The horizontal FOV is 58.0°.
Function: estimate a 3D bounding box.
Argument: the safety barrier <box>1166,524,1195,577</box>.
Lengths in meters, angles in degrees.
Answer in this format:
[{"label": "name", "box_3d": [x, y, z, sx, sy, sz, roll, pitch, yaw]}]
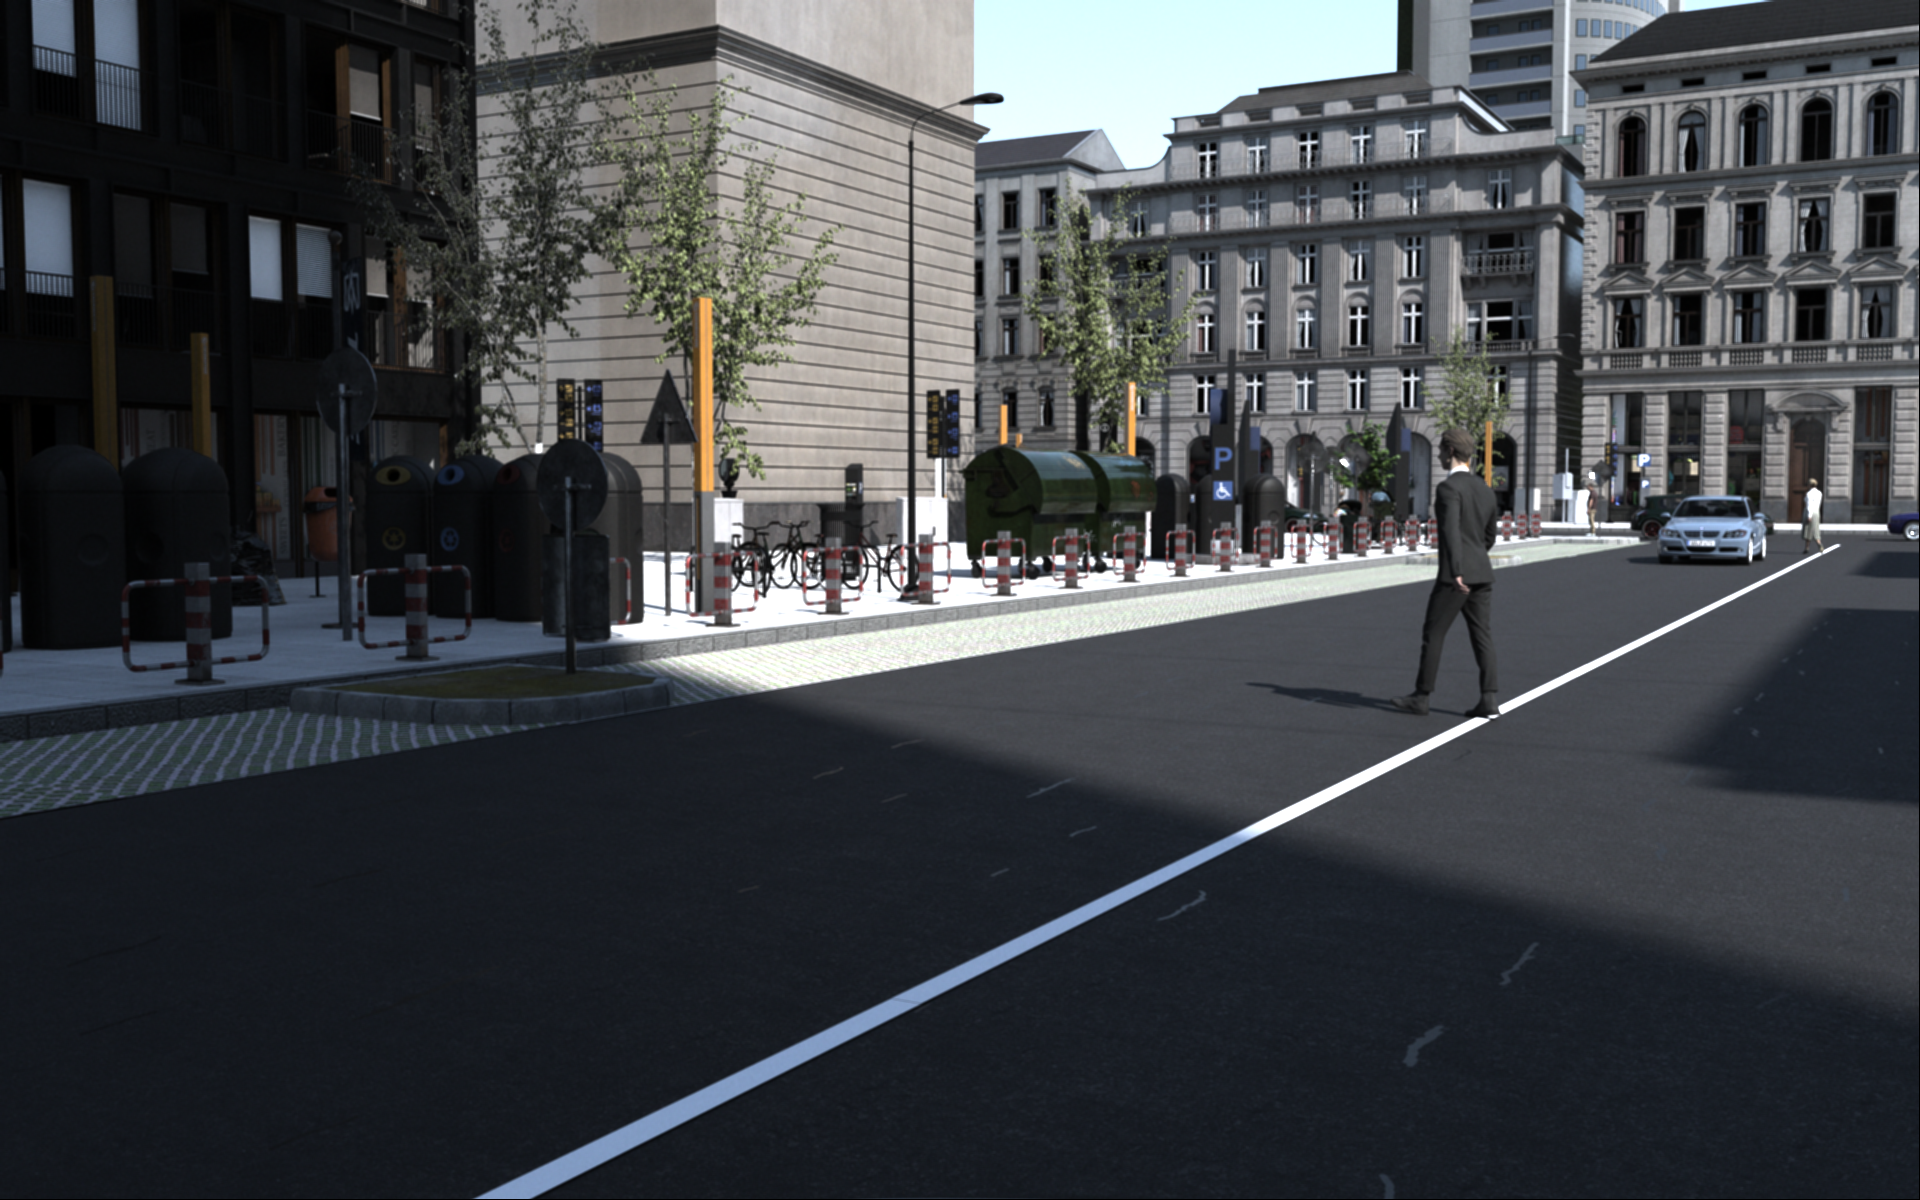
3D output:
[{"label": "safety barrier", "box_3d": [3.408, -0.763, 26.744, 0.300, 0.817, 1.120, 2, 4, 29]}]

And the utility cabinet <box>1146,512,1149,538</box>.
[{"label": "utility cabinet", "box_3d": [5.055, -2.442, 51.083, 1.020, 1.237, 0.306, 2, 4, 25]}]

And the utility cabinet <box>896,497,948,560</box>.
[{"label": "utility cabinet", "box_3d": [-0.741, -1.401, 34.074, 1.020, 1.237, 0.306, -2, 4, -31]}]

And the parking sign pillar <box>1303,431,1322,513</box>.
[{"label": "parking sign pillar", "box_3d": [15.240, -5.285, 74.880, 1.447, 3.967, 1.447, 0, 4, -5]}]

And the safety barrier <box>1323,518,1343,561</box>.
[{"label": "safety barrier", "box_3d": [7.206, -1.173, 33.449, 0.300, 0.817, 1.120, 2, 4, 29]}]

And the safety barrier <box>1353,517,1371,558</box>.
[{"label": "safety barrier", "box_3d": [8.160, -1.275, 35.127, 0.300, 0.817, 1.120, 2, 4, 29]}]

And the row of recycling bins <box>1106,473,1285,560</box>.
[{"label": "row of recycling bins", "box_3d": [4.664, -1.670, 34.418, 3.534, 1.692, 1.069, 1, 4, 11]}]

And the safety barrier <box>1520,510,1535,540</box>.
[{"label": "safety barrier", "box_3d": [15.751, -2.093, 48.502, 0.300, 0.817, 1.120, 2, 4, 29]}]

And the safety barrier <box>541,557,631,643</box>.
[{"label": "safety barrier", "box_3d": [-3.233, -0.046, 15.032, 0.300, 0.817, 1.120, 2, 4, 29]}]

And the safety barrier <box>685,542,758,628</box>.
[{"label": "safety barrier", "box_3d": [-2.287, -0.149, 16.710, 0.300, 0.817, 1.120, 2, 4, 29]}]

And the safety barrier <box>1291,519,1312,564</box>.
[{"label": "safety barrier", "box_3d": [6.265, -1.071, 31.778, 0.300, 0.817, 1.120, 2, 4, 29]}]

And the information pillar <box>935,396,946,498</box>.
[{"label": "information pillar", "box_3d": [-0.447, -2.953, 39.644, 0.183, 3.616, 0.504, 1, 4, 20]}]

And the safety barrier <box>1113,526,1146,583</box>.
[{"label": "safety barrier", "box_3d": [2.459, -0.661, 25.078, 0.300, 0.817, 1.120, 2, 4, 29]}]

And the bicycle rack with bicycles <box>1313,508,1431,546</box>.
[{"label": "bicycle rack with bicycles", "box_3d": [10.648, -1.841, 43.489, 2.925, 0.926, 2.852, 3, 4, 36]}]

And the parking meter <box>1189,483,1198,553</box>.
[{"label": "parking meter", "box_3d": [5.133, -1.783, 37.568, 0.372, 1.533, 0.369, 0, 3, 0]}]

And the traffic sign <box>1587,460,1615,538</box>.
[{"label": "traffic sign", "box_3d": [18.691, -2.870, 50.569, 0.795, 2.450, 0.064, 2, 4, 29]}]

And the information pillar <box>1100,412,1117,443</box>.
[{"label": "information pillar", "box_3d": [3.968, -3.372, 46.491, 0.504, 3.616, 0.183, 0, 4, 7]}]

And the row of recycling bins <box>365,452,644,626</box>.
[{"label": "row of recycling bins", "box_3d": [-4.729, -0.659, 17.891, 3.534, 1.692, 1.069, 2, 4, 28]}]

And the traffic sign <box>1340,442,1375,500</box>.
[{"label": "traffic sign", "box_3d": [8.759, -2.269, 38.291, 0.795, 2.450, 0.064, 2, 4, 30]}]

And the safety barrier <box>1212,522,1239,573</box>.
[{"label": "safety barrier", "box_3d": [4.359, -0.865, 28.416, 0.300, 0.817, 1.120, 2, 4, 29]}]

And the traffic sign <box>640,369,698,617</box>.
[{"label": "traffic sign", "box_3d": [-3.059, -1.106, 18.084, 0.884, 2.594, 0.081, 3, 4, 39]}]

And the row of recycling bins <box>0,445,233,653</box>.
[{"label": "row of recycling bins", "box_3d": [-7.812, -0.442, 14.335, 1.069, 1.692, 3.534, 3, 5, 42]}]

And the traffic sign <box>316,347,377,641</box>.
[{"label": "traffic sign", "box_3d": [-5.363, -0.916, 15.089, 0.768, 2.556, 0.104, 2, 4, 31]}]

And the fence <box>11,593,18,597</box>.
[{"label": "fence", "box_3d": [-11.915, -0.578, 20.655, 0.480, 1.192, 2.264, -1, 4, -11]}]

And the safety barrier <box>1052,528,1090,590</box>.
[{"label": "safety barrier", "box_3d": [1.505, -0.557, 23.387, 0.300, 0.817, 1.120, 2, 4, 29]}]

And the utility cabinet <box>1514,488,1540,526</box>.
[{"label": "utility cabinet", "box_3d": [22.406, -3.652, 68.383, 0.318, 1.500, 1.173, -1, 4, -20]}]

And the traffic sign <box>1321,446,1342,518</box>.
[{"label": "traffic sign", "box_3d": [9.836, -2.804, 45.944, 0.768, 2.556, 0.104, 2, 4, 32]}]

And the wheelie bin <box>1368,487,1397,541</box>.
[{"label": "wheelie bin", "box_3d": [11.512, -2.410, 47.310, 0.693, 1.594, 0.980, 0, 4, 0]}]

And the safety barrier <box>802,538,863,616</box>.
[{"label": "safety barrier", "box_3d": [-1.342, -0.251, 18.379, 0.300, 0.817, 1.120, 2, 4, 29]}]

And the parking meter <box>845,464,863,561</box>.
[{"label": "parking meter", "box_3d": [-2.022, -1.674, 33.085, 0.255, 1.863, 0.399, 1, 4, 14]}]

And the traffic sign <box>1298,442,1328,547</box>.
[{"label": "traffic sign", "box_3d": [8.539, -2.565, 42.037, 0.768, 2.556, 0.104, 2, 4, 30]}]

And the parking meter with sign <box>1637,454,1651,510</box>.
[{"label": "parking meter with sign", "box_3d": [29.475, -4.792, 74.604, 0.543, 3.016, 1.738, 1, 4, 19]}]

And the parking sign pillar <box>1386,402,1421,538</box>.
[{"label": "parking sign pillar", "box_3d": [13.019, -3.859, 51.563, 1.447, 3.967, 1.447, 0, 4, 1]}]

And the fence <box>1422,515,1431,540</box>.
[{"label": "fence", "box_3d": [13.145, -1.982, 47.773, 0.278, 0.683, 2.069, 0, 4, 1]}]

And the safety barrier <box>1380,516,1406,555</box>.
[{"label": "safety barrier", "box_3d": [9.109, -1.377, 36.793, 0.300, 0.817, 1.120, 2, 4, 29]}]

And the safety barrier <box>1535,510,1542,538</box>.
[{"label": "safety barrier", "box_3d": [16.700, -2.196, 50.176, 0.300, 0.817, 1.120, 2, 4, 29]}]

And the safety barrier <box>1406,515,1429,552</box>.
[{"label": "safety barrier", "box_3d": [10.058, -1.480, 38.468, 0.300, 0.817, 1.120, 2, 4, 29]}]

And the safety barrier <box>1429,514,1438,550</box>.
[{"label": "safety barrier", "box_3d": [11.002, -1.582, 40.137, 0.300, 0.817, 1.120, 2, 4, 29]}]

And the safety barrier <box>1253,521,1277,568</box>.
[{"label": "safety barrier", "box_3d": [5.308, -0.968, 30.094, 0.300, 0.817, 1.120, 2, 4, 29]}]

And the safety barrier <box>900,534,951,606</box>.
[{"label": "safety barrier", "box_3d": [-0.394, -0.353, 20.046, 0.300, 0.817, 1.120, 2, 4, 29]}]

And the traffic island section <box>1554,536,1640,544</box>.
[{"label": "traffic island section", "box_3d": [18.667, -1.735, 50.643, 2.009, 0.180, 2.903, 2, 4, 29]}]

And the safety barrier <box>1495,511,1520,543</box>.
[{"label": "safety barrier", "box_3d": [14.793, -1.991, 46.820, 0.300, 0.817, 1.120, 2, 4, 29]}]

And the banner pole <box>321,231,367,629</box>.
[{"label": "banner pole", "box_3d": [-5.791, -1.613, 16.395, 0.401, 3.779, 0.863, -3, 5, -40]}]

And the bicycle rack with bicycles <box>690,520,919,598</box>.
[{"label": "bicycle rack with bicycles", "box_3d": [-2.284, -0.575, 22.786, 2.852, 0.926, 2.925, -3, 4, -38]}]

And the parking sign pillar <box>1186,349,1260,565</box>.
[{"label": "parking sign pillar", "box_3d": [4.826, -2.646, 31.727, 1.447, 3.967, 1.447, 1, 4, 9]}]

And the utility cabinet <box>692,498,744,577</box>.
[{"label": "utility cabinet", "box_3d": [-3.793, -0.984, 27.245, 0.306, 1.237, 1.020, 2, 4, 26]}]

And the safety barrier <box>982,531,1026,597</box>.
[{"label": "safety barrier", "box_3d": [0.553, -0.455, 21.713, 0.300, 0.817, 1.120, 2, 4, 29]}]

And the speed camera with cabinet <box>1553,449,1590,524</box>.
[{"label": "speed camera with cabinet", "box_3d": [26.822, -4.986, 75.854, 2.038, 3.252, 0.660, -2, 4, -35]}]
